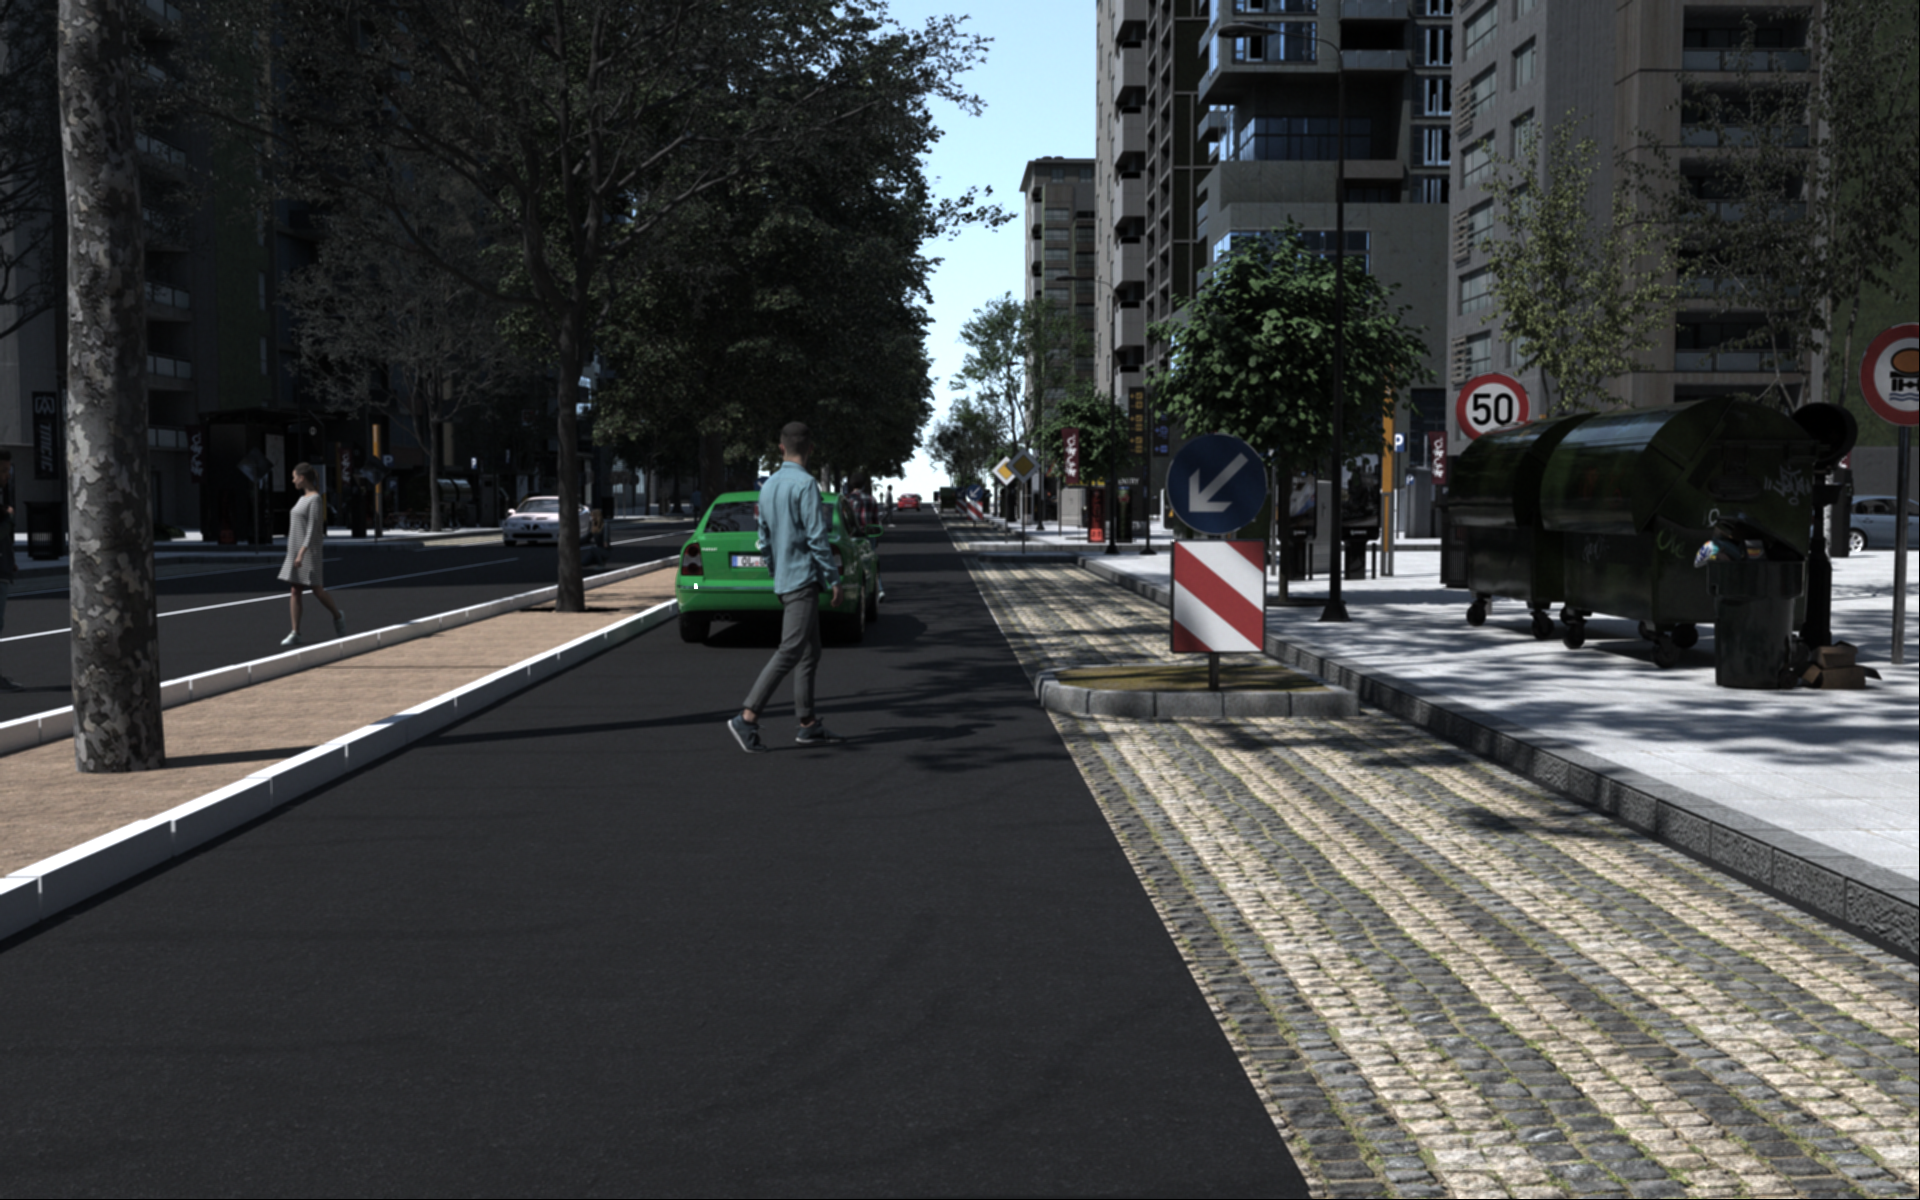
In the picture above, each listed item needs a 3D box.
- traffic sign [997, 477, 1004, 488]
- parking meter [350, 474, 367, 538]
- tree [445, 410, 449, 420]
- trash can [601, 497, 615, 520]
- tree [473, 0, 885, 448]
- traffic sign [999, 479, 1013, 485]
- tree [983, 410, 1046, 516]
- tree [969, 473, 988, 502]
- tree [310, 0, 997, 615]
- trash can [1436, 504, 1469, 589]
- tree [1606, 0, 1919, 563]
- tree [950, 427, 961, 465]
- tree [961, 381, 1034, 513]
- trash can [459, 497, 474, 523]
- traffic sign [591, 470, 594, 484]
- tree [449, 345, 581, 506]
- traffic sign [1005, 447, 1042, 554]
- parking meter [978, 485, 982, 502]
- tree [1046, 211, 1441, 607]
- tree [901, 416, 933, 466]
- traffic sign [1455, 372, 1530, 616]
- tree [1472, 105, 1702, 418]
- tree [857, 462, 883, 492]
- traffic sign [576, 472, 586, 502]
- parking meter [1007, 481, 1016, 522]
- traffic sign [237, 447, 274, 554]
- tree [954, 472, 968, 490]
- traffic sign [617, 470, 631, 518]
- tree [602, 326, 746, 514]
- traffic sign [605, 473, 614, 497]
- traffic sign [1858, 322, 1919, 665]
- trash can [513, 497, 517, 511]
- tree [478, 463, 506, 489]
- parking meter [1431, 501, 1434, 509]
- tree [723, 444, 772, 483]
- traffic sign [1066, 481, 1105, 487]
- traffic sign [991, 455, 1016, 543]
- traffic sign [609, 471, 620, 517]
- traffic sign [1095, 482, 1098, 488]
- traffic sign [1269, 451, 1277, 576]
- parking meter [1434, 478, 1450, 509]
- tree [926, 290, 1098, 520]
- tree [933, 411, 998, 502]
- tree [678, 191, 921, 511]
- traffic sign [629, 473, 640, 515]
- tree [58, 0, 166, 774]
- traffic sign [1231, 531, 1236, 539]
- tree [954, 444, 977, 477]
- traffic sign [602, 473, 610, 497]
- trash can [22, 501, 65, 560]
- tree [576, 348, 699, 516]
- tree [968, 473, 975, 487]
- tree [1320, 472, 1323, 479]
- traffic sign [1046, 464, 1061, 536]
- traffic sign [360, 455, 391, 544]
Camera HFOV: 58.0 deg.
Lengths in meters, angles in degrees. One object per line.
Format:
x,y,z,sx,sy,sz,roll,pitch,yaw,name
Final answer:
2.391,-5.793,94.820,0.768,2.556,0.104,0,4,0,traffic sign
-17.609,-2.753,50.730,0.399,1.863,0.255,1,4,23,parking meter
-27.669,-9.166,100.224,4.360,8.622,3.978,0,3,0,tree
-17.754,-4.626,87.288,0.748,1.137,0.748,0,3,0,trash can
-4.727,-7.581,33.065,9.857,13.997,8.962,0,3,0,tree
2.525,-5.778,94.576,0.768,2.556,0.104,0,4,7,traffic sign
3.660,-4.012,49.305,4.285,4.588,4.351,0,3,0,tree
1.983,-11.031,174.955,1.663,3.219,1.824,0,3,0,tree
-4.767,-6.602,20.775,12.009,13.543,11.850,0,3,0,tree
6.866,-0.731,23.603,0.748,1.137,0.748,0,3,0,trash can
10.345,-4.312,20.859,4.360,8.622,3.978,0,3,0,tree
1.460,-12.275,151.065,4.360,8.622,3.978,0,3,0,tree
2.648,-9.939,112.871,4.360,8.622,3.978,0,3,0,tree
-20.771,-3.745,72.876,0.748,1.137,0.748,0,3,0,trash can
-19.563,-5.581,91.349,0.768,2.556,0.104,0,4,4,traffic sign
-18.673,-7.564,74.034,4.360,8.622,3.978,0,3,0,tree
1.361,-2.049,37.148,0.795,2.450,0.064,0,4,-1,traffic sign
1.358,-6.742,115.946,0.255,1.863,0.399,0,4,5,parking meter
3.842,-2.229,20.153,4.285,4.588,4.351,0,3,0,tree
-6.371,-10.934,115.640,8.767,10.594,7.601,0,4,-1,tree
5.585,-1.109,18.244,0.768,2.556,0.104,1,4,8,traffic sign
11.624,-5.063,33.140,4.737,8.622,4.395,0,3,0,tree
-6.010,-8.962,99.352,4.360,8.622,3.978,0,3,0,tree
-17.543,-4.759,79.936,0.606,2.300,0.079,0,4,2,traffic sign
2.317,-4.485,79.040,0.399,1.863,0.255,-3,4,-37,parking meter
-14.980,-2.031,36.852,0.795,2.450,0.064,0,4,-1,traffic sign
0.794,-15.428,235.965,4.285,4.588,4.351,0,3,0,tree
-18.105,-5.705,93.386,0.768,2.556,0.104,0,4,2,traffic sign
-18.643,-11.995,113.120,9.611,12.733,9.660,0,3,0,tree
-21.388,-6.496,106.316,0.768,2.556,0.104,0,4,2,traffic sign
7.063,-0.787,12.974,0.768,2.556,0.104,0,4,0,traffic sign
-21.376,-4.437,84.198,0.748,1.137,0.748,0,3,0,trash can
-28.454,-6.779,105.435,1.663,3.219,1.824,0,3,0,tree
17.274,-3.490,62.774,0.255,1.863,0.399,0,4,-7,parking meter
-20.145,-13.159,165.514,4.737,8.622,4.395,0,3,0,tree
4.664,-3.907,57.759,2.265,3.308,0.079,0,4,8,traffic sign
1.206,-2.538,45.131,0.795,2.450,0.064,0,4,-1,traffic sign
-18.858,-5.803,94.985,0.768,2.556,0.104,0,4,7,traffic sign
4.283,-3.324,54.455,0.768,2.556,0.104,1,4,8,traffic sign
4.929,-1.655,27.168,0.768,2.556,0.104,0,4,1,traffic sign
15.686,-3.084,56.131,0.399,1.863,0.255,-1,4,-9,parking meter
3.138,-9.867,87.076,9.928,11.665,9.643,0,3,0,tree
1.496,-15.297,184.520,7.601,10.594,8.767,3,5,41,tree
-5.339,-8.563,60.595,7.486,12.596,7.792,0,3,0,tree
-20.076,-6.507,106.495,0.768,2.556,0.104,0,4,2,traffic sign
-3.143,-9.127,7.578,12.611,20.169,13.585,0,3,0,tree
4.329,-1.667,27.366,0.768,2.556,0.104,0,4,7,traffic sign
0.492,-18.042,245.346,4.737,8.622,4.395,0,3,0,tree
-21.671,-6.515,106.631,0.768,2.556,0.104,0,4,2,traffic sign
-17.775,-1.345,33.636,0.748,1.137,0.748,0,3,0,trash can
-18.218,-10.155,100.438,8.767,10.594,7.601,-1,4,-9,tree
3.055,-7.304,103.127,4.285,4.588,4.351,0,3,0,tree
14.439,-4.348,65.693,1.663,3.219,1.824,0,3,0,tree
3.044,-3.220,52.649,0.884,2.594,0.081,0,4,5,traffic sign
-15.136,-2.519,44.835,0.795,2.450,0.064,0,4,-1,traffic sign
